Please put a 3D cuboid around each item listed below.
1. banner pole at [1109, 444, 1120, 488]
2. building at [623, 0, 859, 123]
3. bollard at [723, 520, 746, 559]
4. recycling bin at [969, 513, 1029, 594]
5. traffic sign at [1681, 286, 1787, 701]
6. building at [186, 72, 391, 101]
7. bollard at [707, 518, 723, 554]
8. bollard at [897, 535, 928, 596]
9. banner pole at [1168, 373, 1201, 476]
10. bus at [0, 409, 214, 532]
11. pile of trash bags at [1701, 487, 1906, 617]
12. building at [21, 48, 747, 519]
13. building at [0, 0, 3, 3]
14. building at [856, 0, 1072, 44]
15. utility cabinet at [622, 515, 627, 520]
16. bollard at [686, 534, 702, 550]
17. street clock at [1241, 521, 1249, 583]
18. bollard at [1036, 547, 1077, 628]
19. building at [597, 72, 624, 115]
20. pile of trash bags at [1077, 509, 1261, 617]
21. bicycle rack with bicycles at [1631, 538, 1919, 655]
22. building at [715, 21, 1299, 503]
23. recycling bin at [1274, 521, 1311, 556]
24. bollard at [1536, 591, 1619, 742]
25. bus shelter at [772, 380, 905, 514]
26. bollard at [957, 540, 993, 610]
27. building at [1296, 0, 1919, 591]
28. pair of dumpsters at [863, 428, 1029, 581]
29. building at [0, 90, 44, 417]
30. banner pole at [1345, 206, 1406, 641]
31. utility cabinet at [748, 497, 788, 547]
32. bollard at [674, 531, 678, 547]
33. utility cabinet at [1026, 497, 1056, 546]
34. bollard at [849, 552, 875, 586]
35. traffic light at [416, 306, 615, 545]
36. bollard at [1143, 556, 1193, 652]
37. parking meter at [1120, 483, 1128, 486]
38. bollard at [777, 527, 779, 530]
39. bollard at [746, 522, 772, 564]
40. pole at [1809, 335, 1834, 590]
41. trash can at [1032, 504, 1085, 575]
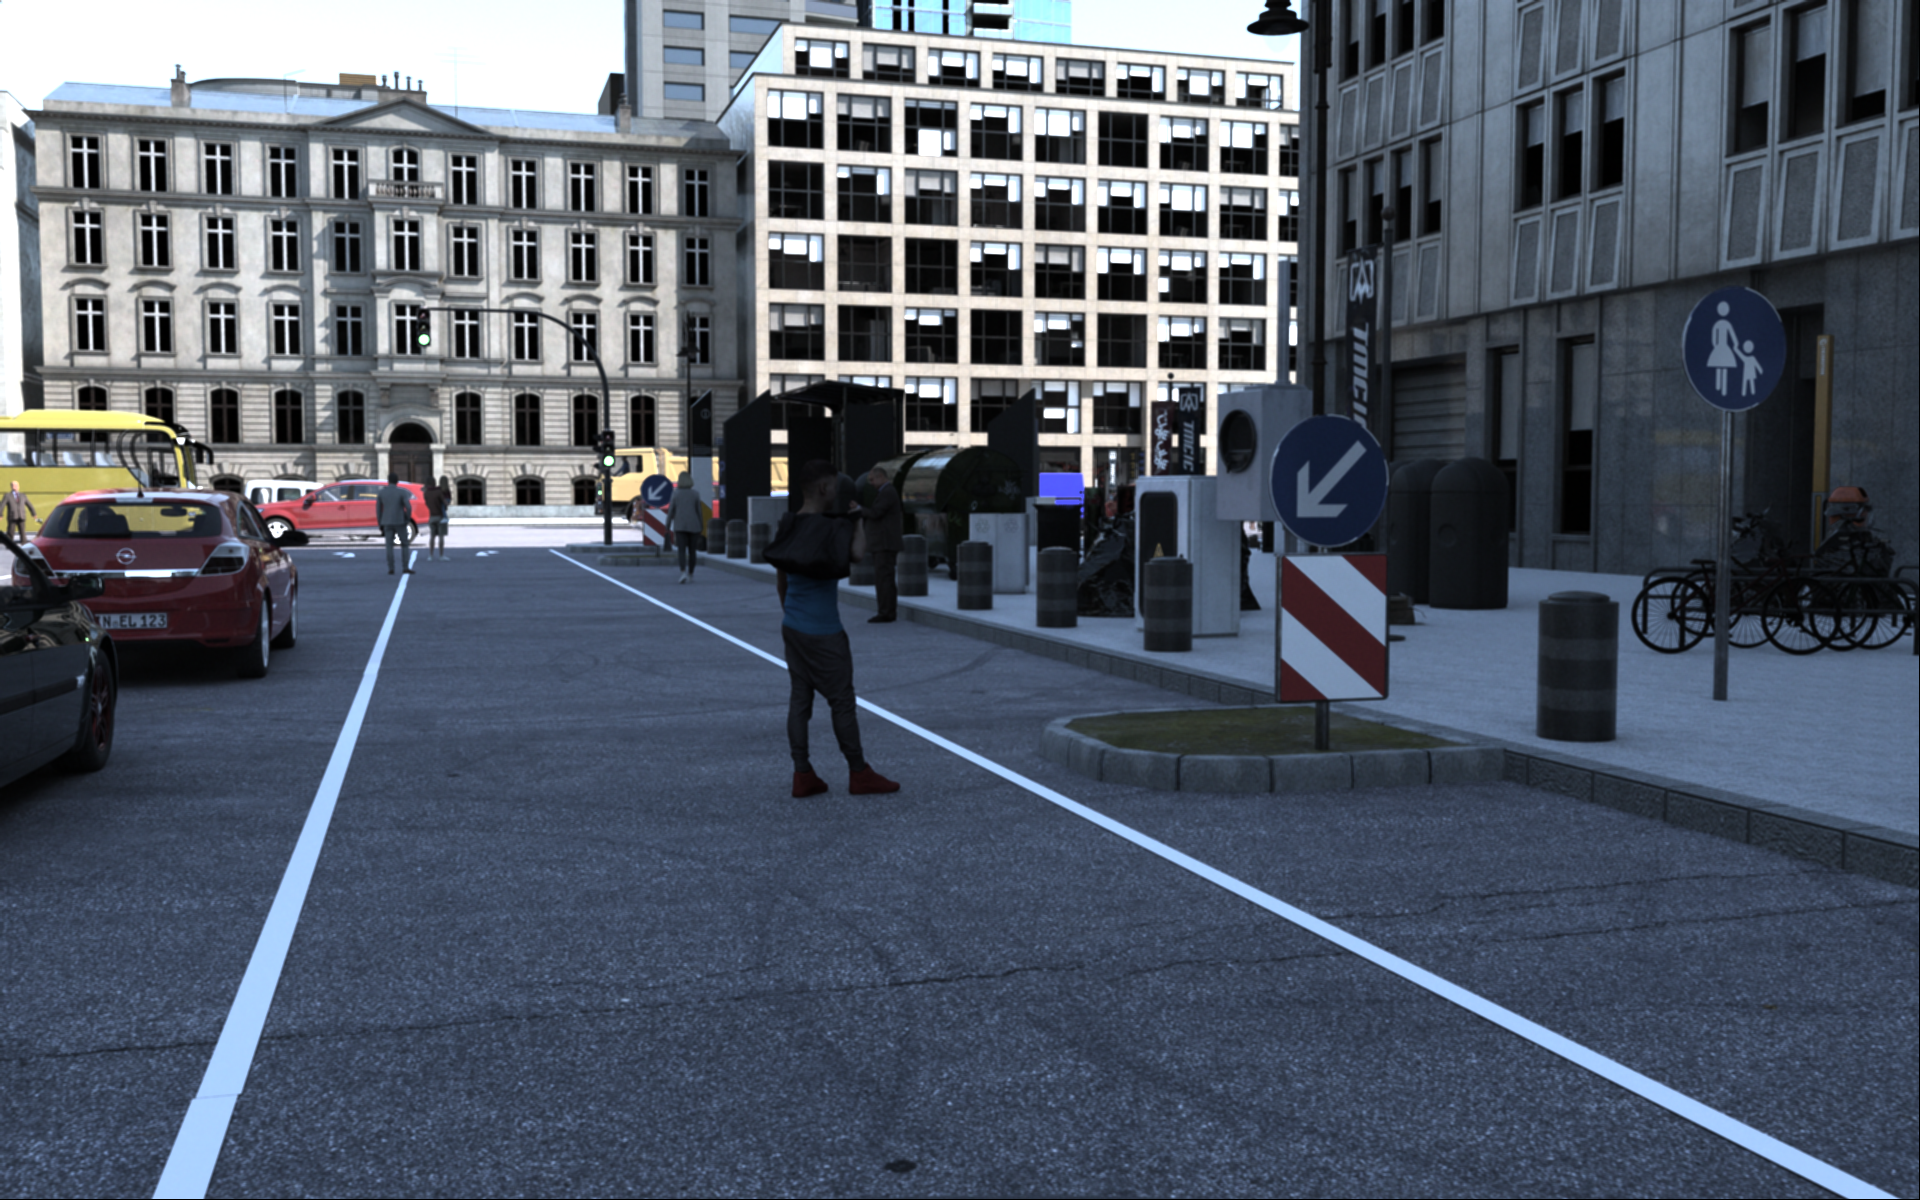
[{"bbox_3d":[7.709,-5.870,85.999,0.863,3.779,0.401,-2,4,-31],"label":"banner pole"},{"bbox_3d":[-20.826,-37.996,163.238,21.231,58.520,28.212,-1,4,-17],"label":"building"},{"bbox_3d":[-4.462,-1.218,34.636,0.404,0.777,0.398,0,3,0],"label":"bollard"},{"bbox_3d":[0.516,-0.608,22.501,0.722,1.027,0.722,0,4,7],"label":"recycling bin"},{"bbox_3d":[4.734,-0.648,10.709,0.768,2.556,0.104,-1,4,-16],"label":"traffic sign"},{"bbox_3d":[-93.587,-42.875,243.001,28.212,58.520,21.231,-1,4,-17],"label":"building"},{"bbox_3d":[-5.231,-1.374,37.186,0.404,0.777,0.398,0,3,0],"label":"bollard"},{"bbox_3d":[-0.601,-0.438,21.876,0.404,0.777,0.398,0,3,0],"label":"bollard"},{"bbox_3d":[4.565,-2.798,35.757,0.863,3.779,0.401,1,4,20],"label":"banner pole"},{"bbox_3d":[-28.537,-3.606,50.506,12.252,3.916,2.896,-1,4,-18],"label":"bus"},{"bbox_3d":[9.680,-0.600,19.558,1.912,1.369,3.447,3,4,38],"label":"pile of trash bags"},{"bbox_3d":[-29.575,-16.753,92.993,34.723,24.649,14.460,-1,4,-17],"label":"building"},{"bbox_3d":[-103.482,-34.586,154.714,27.495,52.752,28.713,-1,4,-17],"label":"building"},{"bbox_3d":[-1.590,-53.424,186.158,31.000,86.520,22.319,-1,4,-17],"label":"building"},{"bbox_3d":[-16.295,-4.566,85.808,1.020,1.237,0.306,2,4,35],"label":"utility cabinet"},{"bbox_3d":[-6.001,-1.530,39.733,0.404,0.777,0.398,0,3,0],"label":"bollard"},{"bbox_3d":[3.743,-1.138,23.185,0.358,2.002,0.471,-2,4,-29],"label":"street clock"},{"bbox_3d":[0.939,-0.126,16.774,0.404,0.777,0.398,0,3,0],"label":"bollard"},{"bbox_3d":[-30.382,-32.585,182.872,14.600,45.320,14.200,-1,4,-17],"label":"building"},{"bbox_3d":[2.475,-0.591,19.414,1.912,1.369,3.447,1,4,22],"label":"pile of trash bags"},{"bbox_3d":[7.077,-0.077,14.649,2.925,0.926,2.852,1,4,13],"label":"bicycle rack with bicycles"},{"bbox_3d":[2.773,-18.373,104.918,34.151,26.468,19.350,-1,4,-17],"label":"building"},{"bbox_3d":[6.964,-1.424,35.837,0.722,1.027,0.722,2,4,35],"label":"recycling bin"},{"bbox_3d":[3.253,0.342,9.124,0.404,0.777,0.398,0,3,0],"label":"bollard"},{"bbox_3d":[-2.784,-2.909,38.844,1.731,3.624,6.357,-1,4,-17],"label":"bus shelter"},{"bbox_3d":[0.168,-0.282,19.321,0.404,0.777,0.398,0,3,0],"label":"bollard"},{"bbox_3d":[15.797,-12.886,28.709,12.078,24.808,19.932,-1,4,-17],"label":"building"},{"bbox_3d":[-0.269,-1.538,27.645,1.574,2.255,4.437,-1,4,-17],"label":"pair of dumpsters"},{"bbox_3d":[-53.948,-13.959,82.987,16.860,20.320,10.420,-1,4,-17],"label":"building"},{"bbox_3d":[3.640,-1.551,15.371,0.401,3.779,0.863,-1,4,-21],"label":"banner pole"},{"bbox_3d":[-4.637,-1.898,42.196,1.020,1.237,0.306,-2,4,-27],"label":"utility cabinet"},{"bbox_3d":[-6.781,-1.687,42.295,0.404,0.777,0.398,0,3,0],"label":"bollard"},{"bbox_3d":[2.004,-1.956,43.144,0.306,1.237,1.020,2,4,32],"label":"utility cabinet"},{"bbox_3d":[-1.372,-0.594,24.424,0.404,0.777,0.398,0,3,0],"label":"bollard"},{"bbox_3d":[-10.858,-4.163,42.725,4.771,5.953,1.251,-1,4,-17],"label":"traffic light"},{"bbox_3d":[1.709,0.030,14.226,0.404,0.777,0.398,0,3,0],"label":"bollard"},{"bbox_3d":[8.561,-5.166,90.174,0.399,1.863,0.255,-1,4,-19],"label":"parking meter"},{"bbox_3d":[-2.916,-0.905,29.520,0.404,0.777,0.398,0,3,0],"label":"bollard"},{"bbox_3d":[-3.687,-1.061,32.072,0.404,0.777,0.398,0,3,0],"label":"bollard"},{"bbox_3d":[11.099,-1.741,22.306,0.158,3.312,0.155,0,3,0],"label":"pole"},{"bbox_3d":[1.389,-0.783,24.449,0.748,1.137,0.748,0,3,0],"label":"trash can"}]
